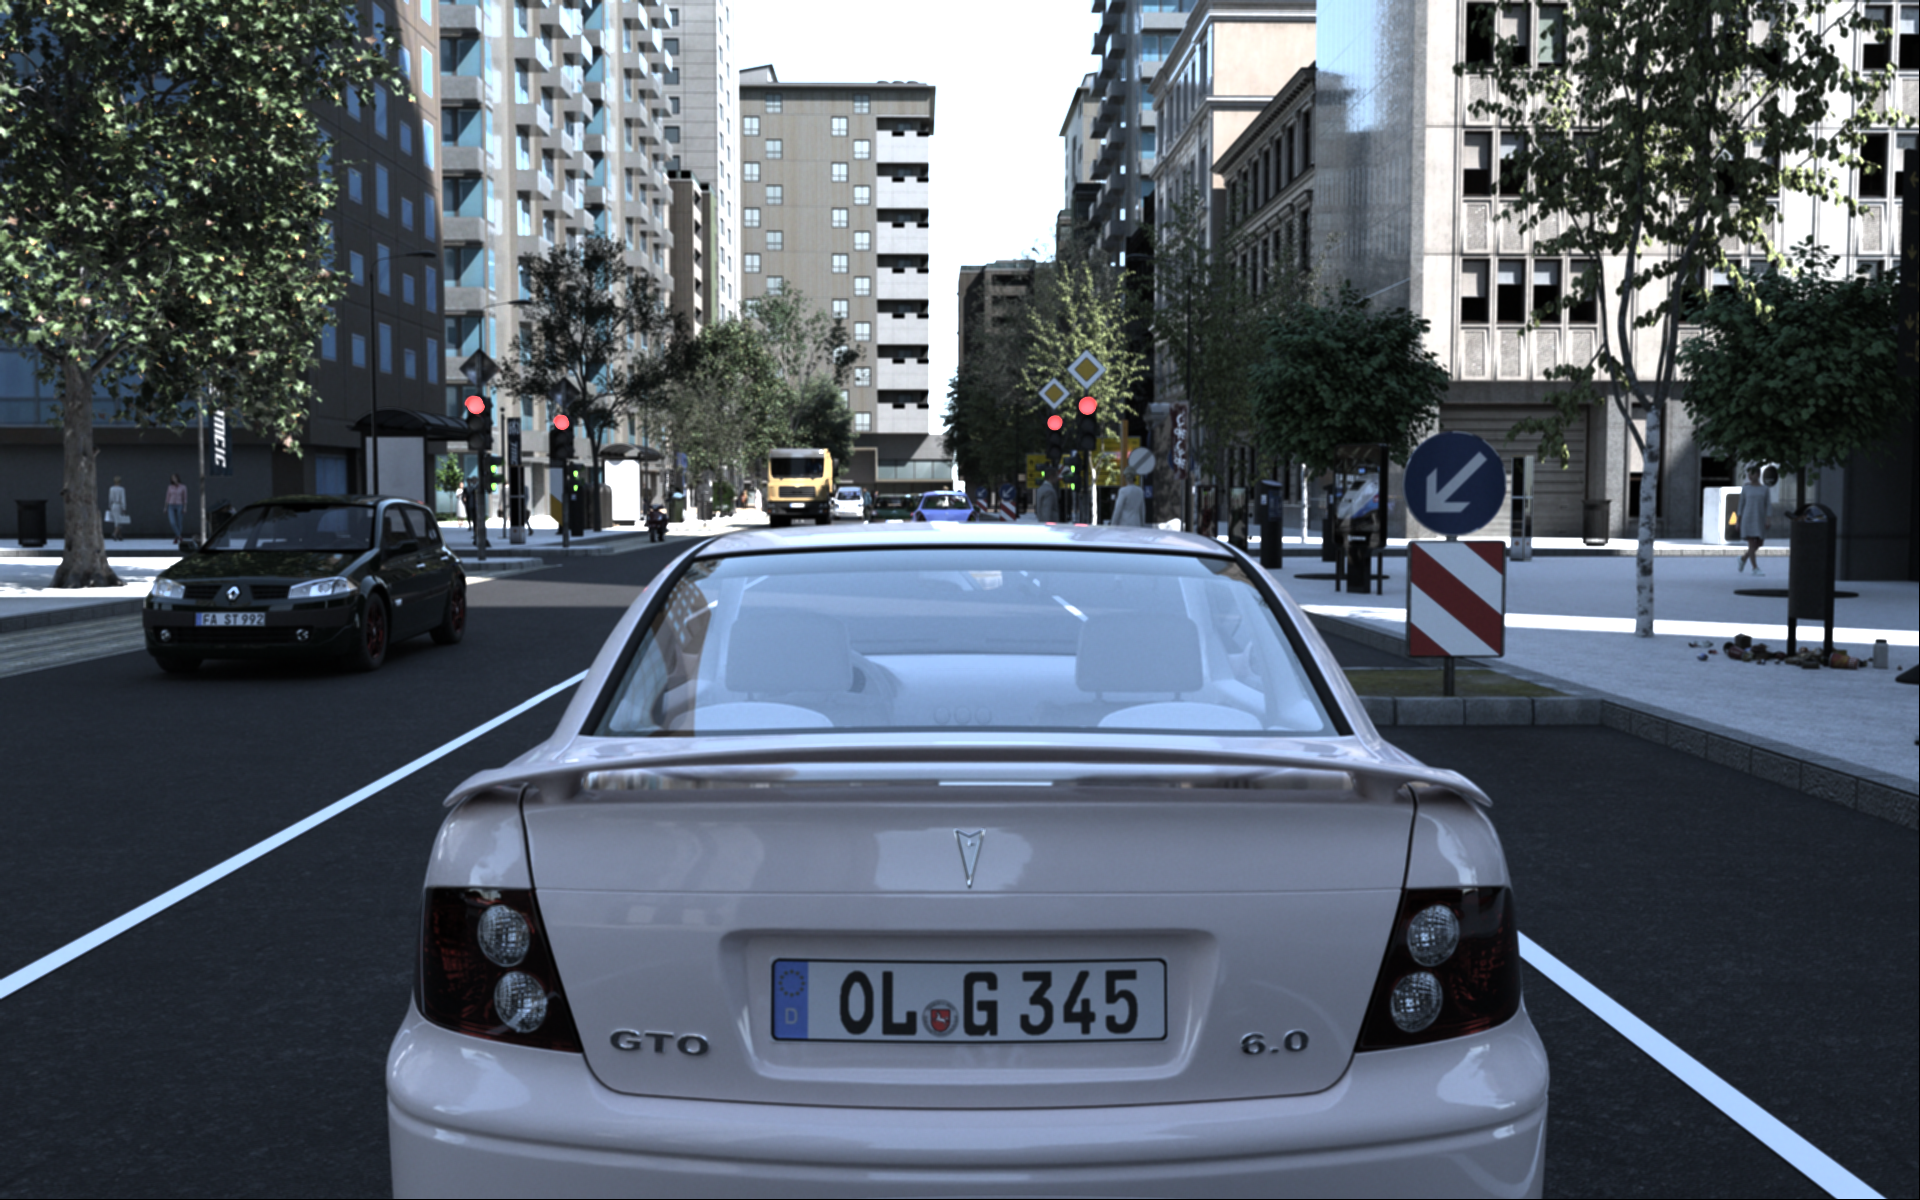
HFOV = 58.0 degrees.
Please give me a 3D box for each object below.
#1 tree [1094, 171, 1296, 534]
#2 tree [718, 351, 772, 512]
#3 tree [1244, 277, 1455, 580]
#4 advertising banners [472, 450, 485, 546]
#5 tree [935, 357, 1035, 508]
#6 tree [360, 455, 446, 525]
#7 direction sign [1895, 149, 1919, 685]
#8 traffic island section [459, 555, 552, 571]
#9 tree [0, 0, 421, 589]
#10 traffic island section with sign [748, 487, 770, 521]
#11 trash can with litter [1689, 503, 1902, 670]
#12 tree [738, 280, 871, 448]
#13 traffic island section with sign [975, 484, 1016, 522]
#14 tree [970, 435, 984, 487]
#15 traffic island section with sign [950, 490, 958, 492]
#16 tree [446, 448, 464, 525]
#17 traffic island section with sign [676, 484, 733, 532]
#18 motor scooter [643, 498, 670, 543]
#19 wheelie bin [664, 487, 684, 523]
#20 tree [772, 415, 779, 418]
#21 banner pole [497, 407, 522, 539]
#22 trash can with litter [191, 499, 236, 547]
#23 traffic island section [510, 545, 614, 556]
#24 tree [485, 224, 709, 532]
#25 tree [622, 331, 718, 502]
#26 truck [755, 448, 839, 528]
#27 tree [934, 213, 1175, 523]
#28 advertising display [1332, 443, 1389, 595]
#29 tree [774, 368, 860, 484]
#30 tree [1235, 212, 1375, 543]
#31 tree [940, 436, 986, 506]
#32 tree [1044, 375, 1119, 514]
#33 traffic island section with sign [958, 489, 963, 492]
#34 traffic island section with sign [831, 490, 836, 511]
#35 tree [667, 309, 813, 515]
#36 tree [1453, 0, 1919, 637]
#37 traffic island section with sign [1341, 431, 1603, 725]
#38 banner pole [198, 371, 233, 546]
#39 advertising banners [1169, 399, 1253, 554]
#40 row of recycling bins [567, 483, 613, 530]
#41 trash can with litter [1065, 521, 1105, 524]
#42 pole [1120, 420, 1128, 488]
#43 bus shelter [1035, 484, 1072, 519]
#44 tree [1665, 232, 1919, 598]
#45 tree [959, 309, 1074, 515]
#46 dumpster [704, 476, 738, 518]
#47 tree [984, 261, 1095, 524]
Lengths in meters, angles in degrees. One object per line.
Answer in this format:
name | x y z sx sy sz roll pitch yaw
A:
tree | 5.796 -5.507 40.401 4.737 8.622 4.395 0 3 0
tree | -12.402 -8.392 87.573 4.360 8.622 3.978 0 3 0
tree | 5.823 -2.607 26.336 4.285 4.588 4.351 0 3 0
advertising banners | -12.085 -2.900 43.603 0.090 3.025 2.074 0 4 -7
tree | 2.571 -15.470 159.589 9.857 13.997 8.962 0 3 0
tree | -16.366 -3.420 50.516 1.663 3.219 1.824 0 3 0
direction sign | 6.578 -1.203 11.674 0.876 3.537 0.379 -2 4 -30
traffic island section | -9.268 -0.687 33.512 2.009 0.180 2.903 0 4 -1
tree | -12.097 -6.510 23.440 9.611 12.733 9.660 0 3 0
traffic island section with sign | -10.382 -5.187 93.437 1.989 1.847 2.006 0 4 -1
trash can with litter | 6.515 -0.148 13.482 1.678 1.210 2.233 0 4 -4
tree | -14.157 -18.088 151.625 12.611 20.169 13.585 0 3 0
traffic island section with sign | 1.682 -3.531 66.361 1.989 1.847 2.006 0 4 -1
tree | 3.097 -10.887 128.362 4.737 8.622 4.395 0 3 0
traffic island section with sign | -0.809 -9.926 170.916 1.989 1.847 2.006 0 4 -1
tree | -21.470 -4.804 73.154 1.663 3.219 1.824 0 3 0
traffic island section with sign | -9.728 -3.515 66.099 1.989 1.847 2.006 0 4 -1
motor scooter | -8.996 -2.371 51.537 0.815 1.314 1.986 0 4 -1
wheelie bin | -12.465 -4.143 75.652 0.980 1.594 0.693 2 4 31
tree | -14.669 -10.595 123.598 4.360 8.622 3.978 0 3 0
banner pole | -12.970 -3.664 49.929 0.863 3.779 0.401 1 4 23
trash can with litter | -17.853 -1.828 41.277 0.624 1.170 1.055 3 4 37
traffic island section | -9.459 -1.175 41.495 2.009 0.180 2.903 0 4 -1
tree | -12.267 -7.629 59.149 8.767 10.594 7.601 1 4 14
tree | -13.094 -7.779 77.552 4.360 8.622 3.978 0 3 0
truck | -6.969 -4.883 75.759 3.469 3.379 9.791 0 4 -3
tree | 4.318 -10.124 75.898 12.009 13.543 11.850 0 3 0
advertising display | 5.165 -1.050 22.389 0.123 1.923 0.974 -2 4 -25
tree | -15.144 -16.553 177.296 9.857 13.997 8.962 0 3 0
tree | 9.062 -5.796 45.124 4.360 8.622 3.978 0 3 0
tree | 1.883 -15.812 192.932 8.767 10.594 7.601 -1 4 -16
tree | 6.887 -9.001 97.533 4.360 8.622 3.978 0 3 0
traffic island section with sign | 1.033 -5.232 94.169 1.989 1.847 2.006 0 4 -1
traffic island section with sign | -12.213 -9.884 170.230 1.989 1.847 2.006 0 4 -1
tree | -14.258 -11.686 108.075 9.611 12.733 9.660 0 3 0
tree | 6.320 -3.984 15.502 4.737 8.622 4.395 0 3 0
traffic island section with sign | 2.994 -0.187 11.694 1.989 1.847 2.006 0 4 -1
banner pole | -13.019 -2.456 30.175 0.863 3.779 0.401 1 4 15
advertising banners | 4.556 -2.172 31.693 0.090 3.025 2.074 -3 4 -38
row of recycling bins | -13.632 -3.462 63.723 1.069 1.692 3.534 1 4 9
trash can with litter | 5.193 -3.863 74.220 2.233 1.210 1.678 0 4 -5
pole | 4.512 -3.291 47.648 0.158 3.312 0.155 0 3 0
bus shelter | 4.869 -5.910 90.553 2.014 3.302 5.546 0 4 -1
tree | 10.576 -2.336 21.904 4.285 4.588 4.351 0 3 0
tree | 3.605 -11.417 104.794 7.486 12.596 7.792 0 3 0
dumpster | -13.019 -5.650 94.874 1.502 2.255 1.985 0 4 -1
tree | 4.039 -6.337 53.971 4.737 8.622 4.395 0 3 0
